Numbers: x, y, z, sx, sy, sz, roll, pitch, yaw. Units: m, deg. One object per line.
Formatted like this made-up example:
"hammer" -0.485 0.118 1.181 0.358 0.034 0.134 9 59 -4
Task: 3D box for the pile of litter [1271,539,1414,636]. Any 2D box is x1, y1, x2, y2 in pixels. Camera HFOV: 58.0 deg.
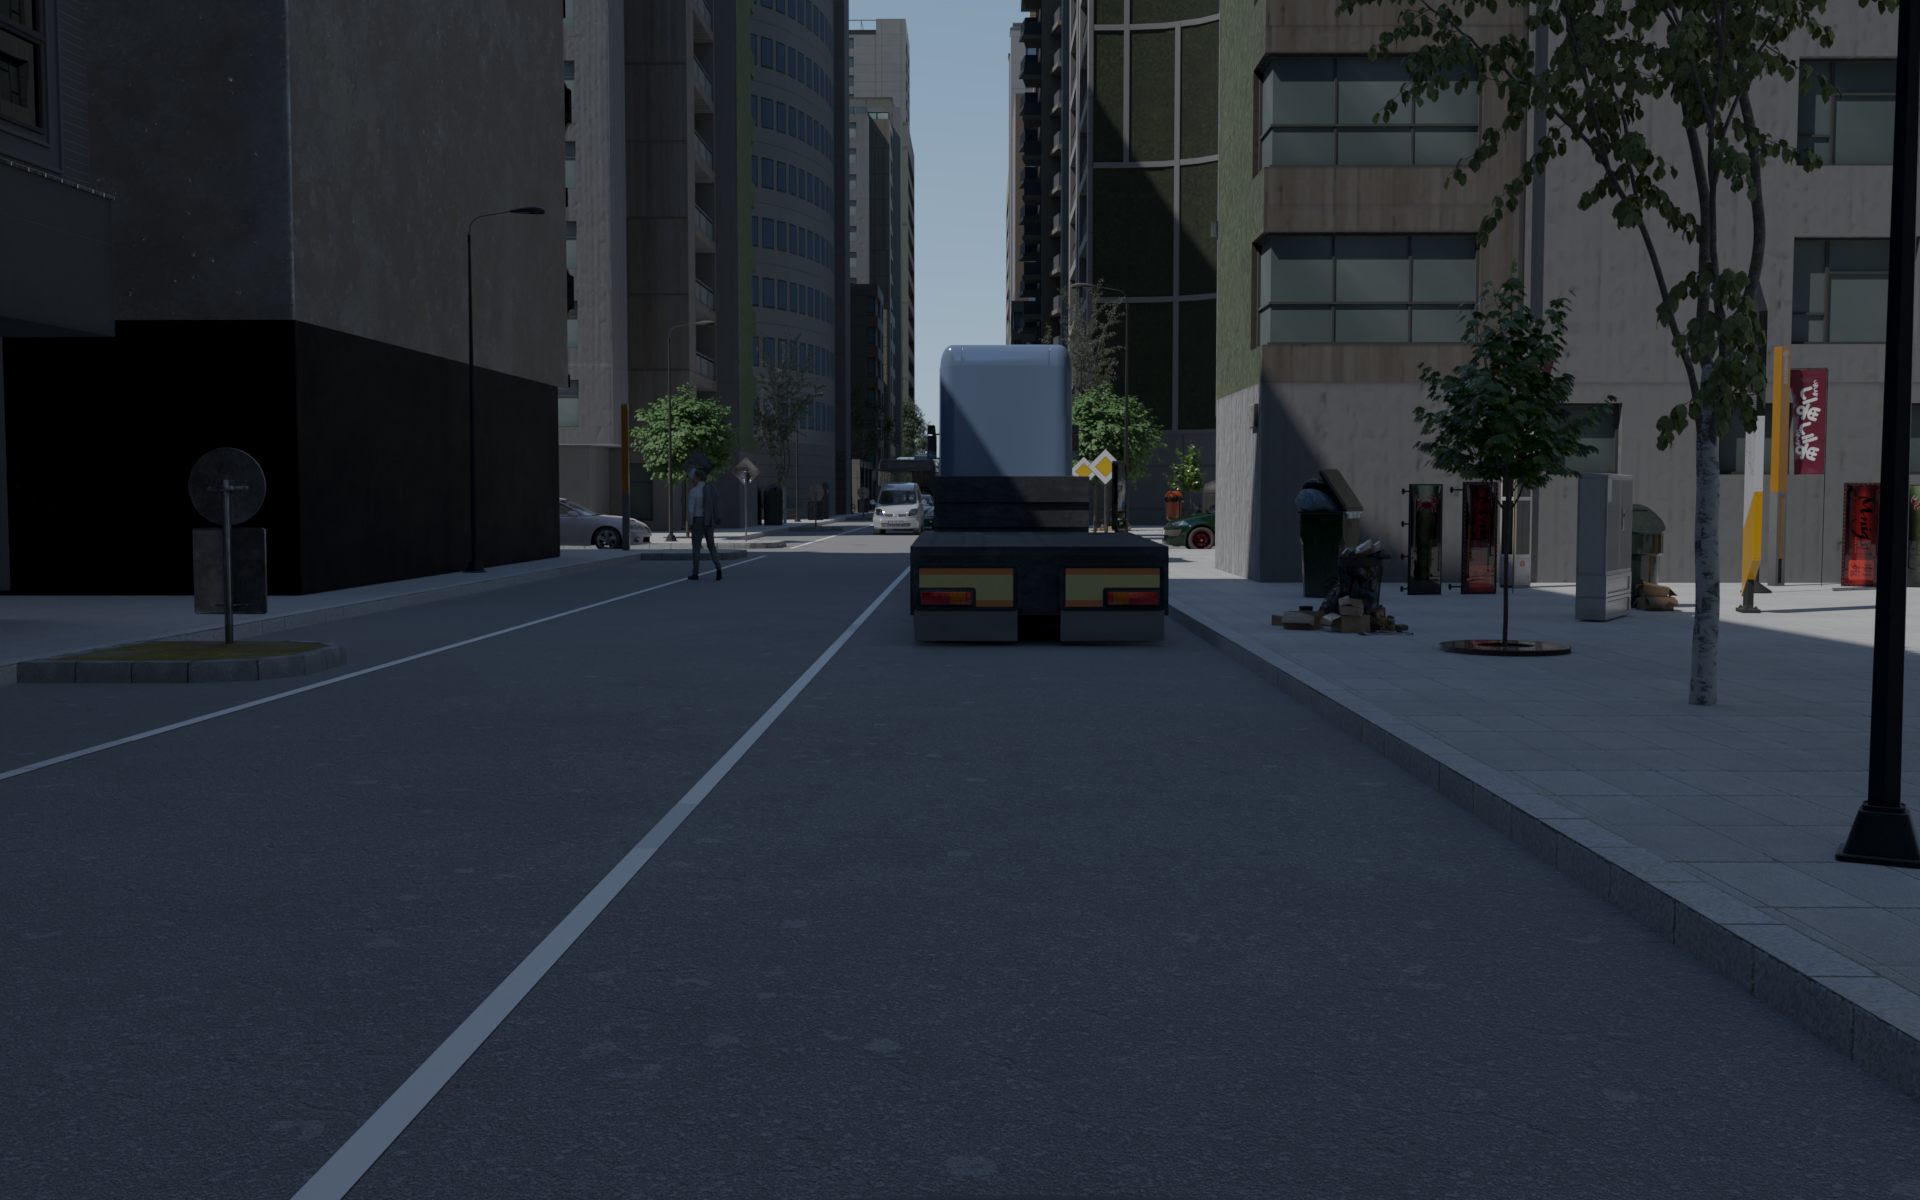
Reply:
"pile of litter" 3.614 -0.151 16.429 1.176 0.858 1.719 0 4 -6

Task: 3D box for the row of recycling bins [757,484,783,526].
"row of recycling bins" -8.998 -3.909 71.029 3.534 1.692 1.069 0 4 5

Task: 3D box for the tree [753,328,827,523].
"tree" -7.921 -7.672 75.802 4.360 8.622 3.978 0 3 0

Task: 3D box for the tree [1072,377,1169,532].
"tree" 4.160 -4.216 52.639 4.285 4.588 4.351 0 3 0

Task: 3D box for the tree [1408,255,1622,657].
"tree" 4.588 -1.193 14.103 1.663 3.219 1.824 0 3 0

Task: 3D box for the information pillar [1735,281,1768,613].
"information pillar" 8.527 -1.666 18.590 0.183 3.616 0.504 1 4 12

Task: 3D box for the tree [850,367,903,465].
"tree" -8.067 -11.212 117.721 8.767 10.594 7.601 0 4 -6

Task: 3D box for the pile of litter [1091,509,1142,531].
"pile of litter" 5.446 -2.823 60.122 1.719 0.858 1.176 1 4 15

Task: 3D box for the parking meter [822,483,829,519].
"parking meter" -6.834 -5.033 87.997 0.255 1.863 0.399 1 4 14

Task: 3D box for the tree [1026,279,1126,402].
"tree" 3.888 -6.674 59.480 4.360 8.622 3.978 0 3 0

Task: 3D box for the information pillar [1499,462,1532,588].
"information pillar" 7.596 -1.172 23.654 0.304 2.012 0.304 -1 4 -23

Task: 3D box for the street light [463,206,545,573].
"street light" -7.393 -3.400 28.131 1.470 5.913 1.316 0 4 1

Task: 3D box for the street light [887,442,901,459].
"street light" -5.984 -11.198 155.635 1.470 5.913 1.316 0 4 1

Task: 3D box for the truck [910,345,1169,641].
"truck" 0.793 -2.183 25.458 2.967 4.110 18.799 0 4 0

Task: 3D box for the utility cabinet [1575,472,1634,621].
"utility cabinet" 6.640 -0.558 17.801 0.318 1.500 1.173 2 4 33

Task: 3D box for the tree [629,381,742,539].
"tree" -8.041 -4.086 50.512 4.285 4.588 4.351 0 3 0

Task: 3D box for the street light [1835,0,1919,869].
"street light" 2.707 -2.042 5.931 1.470 5.913 1.316 0 4 1

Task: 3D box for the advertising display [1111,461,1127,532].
"advertising display" 3.099 -1.745 33.740 0.123 1.923 0.974 1 4 15

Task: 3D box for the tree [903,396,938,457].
"tree" -6.747 -17.204 198.291 9.611 12.733 9.660 0 3 0

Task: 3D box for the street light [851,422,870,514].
"street light" -6.478 -8.517 111.793 1.470 5.913 1.316 0 4 1

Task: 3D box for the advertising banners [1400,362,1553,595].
"advertising banners" 6.615 -1.585 22.096 2.074 3.025 0.090 -1 4 -12

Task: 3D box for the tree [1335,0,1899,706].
"tree" 4.301 -3.667 10.313 4.737 8.622 4.395 0 3 0

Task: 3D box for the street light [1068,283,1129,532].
"street light" 3.141 -4.022 38.299 1.470 5.913 1.316 0 4 1

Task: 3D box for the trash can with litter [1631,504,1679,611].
"trash can with litter" 7.722 -0.488 19.365 0.624 1.170 1.055 0 4 -4

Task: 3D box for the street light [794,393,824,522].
"street light" -6.917 -6.533 79.362 1.470 5.913 1.316 0 4 1

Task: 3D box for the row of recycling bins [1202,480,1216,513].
"row of recycling bins" 8.525 -2.741 51.933 1.069 1.692 3.534 3 5 43

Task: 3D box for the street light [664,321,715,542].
"street light" -7.258 -4.529 46.585 1.470 5.913 1.316 0 4 1

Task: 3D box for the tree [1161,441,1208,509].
"tree" 8.156 -4.041 60.672 1.663 3.219 1.824 0 3 0

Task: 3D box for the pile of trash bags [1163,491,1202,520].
"pile of trash bags" 7.877 -2.796 55.464 3.447 1.369 1.912 -3 4 -37

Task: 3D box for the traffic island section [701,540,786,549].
"traffic island section" -5.793 -1.497 46.761 2.009 0.180 2.903 0 4 1

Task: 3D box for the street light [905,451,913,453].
"street light" -5.708 -13.178 188.005 1.470 5.913 1.316 0 4 1

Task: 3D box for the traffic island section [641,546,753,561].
"traffic island section" -5.882 -1.009 38.776 2.009 0.180 2.903 0 4 1

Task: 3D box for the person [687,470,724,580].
"person" -4.234 -1.238 28.836 0.679 1.850 0.850 -3 5 -42

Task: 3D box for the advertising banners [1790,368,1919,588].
"advertising banners" 12.495 -1.694 23.883 2.074 3.025 0.090 1 4 20
